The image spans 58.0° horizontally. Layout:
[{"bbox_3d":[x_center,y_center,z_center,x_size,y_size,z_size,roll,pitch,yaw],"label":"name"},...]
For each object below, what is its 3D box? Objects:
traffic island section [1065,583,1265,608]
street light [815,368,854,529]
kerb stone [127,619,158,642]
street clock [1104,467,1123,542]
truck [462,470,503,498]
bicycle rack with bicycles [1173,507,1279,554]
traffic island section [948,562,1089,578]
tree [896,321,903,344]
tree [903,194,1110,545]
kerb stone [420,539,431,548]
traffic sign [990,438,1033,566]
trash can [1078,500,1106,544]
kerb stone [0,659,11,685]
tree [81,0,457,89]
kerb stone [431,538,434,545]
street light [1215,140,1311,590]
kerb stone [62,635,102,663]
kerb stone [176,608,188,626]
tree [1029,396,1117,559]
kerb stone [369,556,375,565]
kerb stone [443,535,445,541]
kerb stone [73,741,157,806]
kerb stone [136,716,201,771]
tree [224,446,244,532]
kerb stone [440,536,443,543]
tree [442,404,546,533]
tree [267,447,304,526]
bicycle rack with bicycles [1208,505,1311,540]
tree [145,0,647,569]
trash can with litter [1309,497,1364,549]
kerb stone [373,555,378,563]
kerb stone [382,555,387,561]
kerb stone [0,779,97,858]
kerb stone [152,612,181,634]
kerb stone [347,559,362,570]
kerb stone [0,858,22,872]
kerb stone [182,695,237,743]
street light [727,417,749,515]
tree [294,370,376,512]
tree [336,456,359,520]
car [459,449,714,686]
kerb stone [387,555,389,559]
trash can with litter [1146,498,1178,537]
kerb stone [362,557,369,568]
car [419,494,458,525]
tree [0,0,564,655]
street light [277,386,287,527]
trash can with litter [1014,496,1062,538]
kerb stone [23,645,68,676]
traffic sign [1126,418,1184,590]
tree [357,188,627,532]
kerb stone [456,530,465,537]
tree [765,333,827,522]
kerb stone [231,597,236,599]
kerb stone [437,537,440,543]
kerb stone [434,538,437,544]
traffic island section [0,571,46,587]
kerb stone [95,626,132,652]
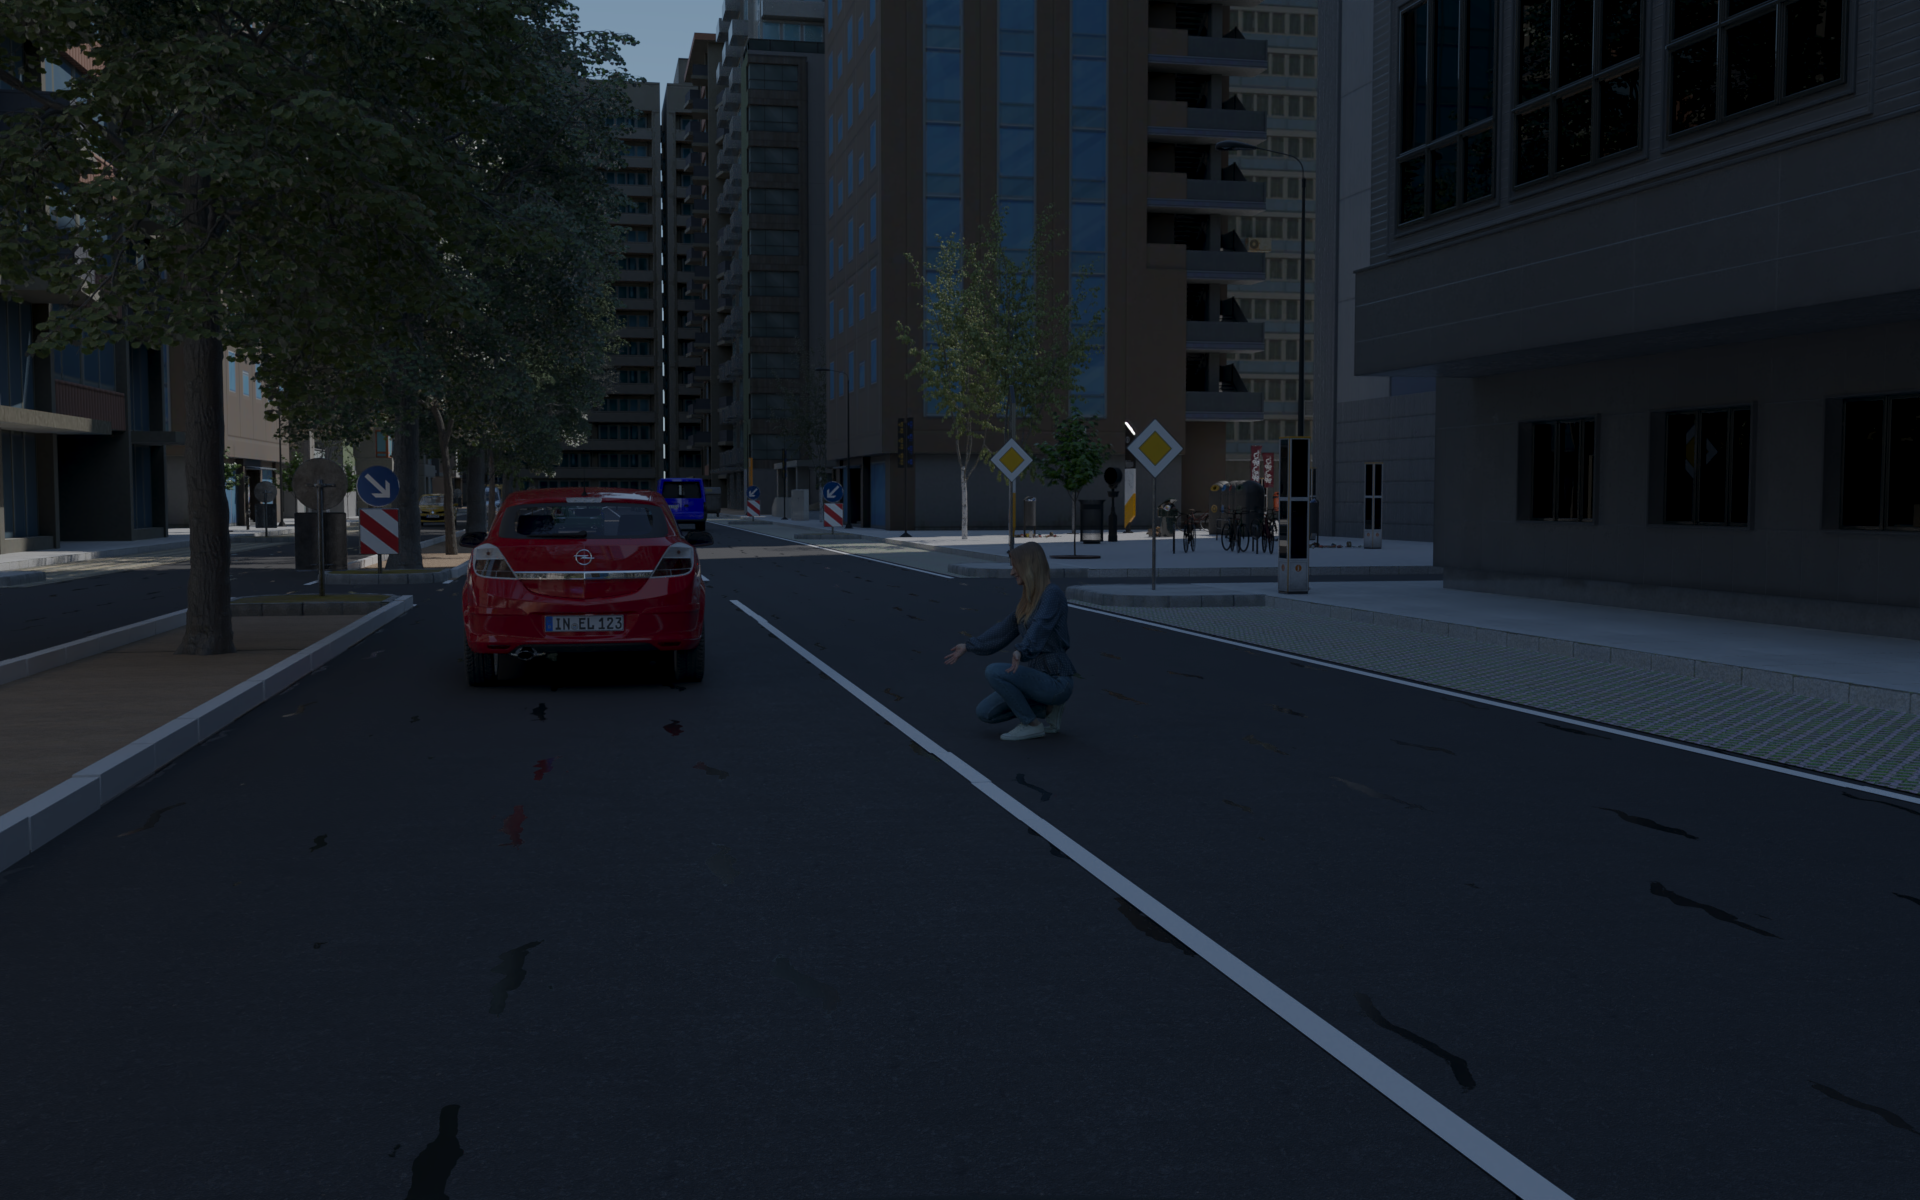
[{"bbox_3d":[2.607,-0.054,23.166,2.009,0.180,2.903,-1,4,-12],"label":"traffic island section"},{"bbox_3d":[-4.656,-5.594,64.000,1.470,5.913,1.316,-1,4,-12],"label":"street light"},{"bbox_3d":[-8.090,0.319,17.005,0.120,0.150,1.000,-1,4,-12],"label":"kerb stone"},{"bbox_3d":[4.107,-2.565,46.500,0.471,2.002,0.358,3,5,44],"label":"street clock"},{"bbox_3d":[-32.172,-7.528,118.999,3.469,3.379,9.791,-1,4,-13],"label":"truck"},{"bbox_3d":[5.727,-1.511,38.089,2.852,0.926,2.925,0,4,8],"label":"bicycle rack with bicycles"},{"bbox_3d":[0.935,-0.532,30.974,2.009,0.180,2.903,-1,4,-12],"label":"traffic island section"},{"bbox_3d":[0.163,-6.010,48.633,4.737,8.622,4.395,0,3,0],"label":"tree"},{"bbox_3d":[1.543,-5.697,43.501,4.737,8.622,4.395,0,3,0],"label":"tree"},{"bbox_3d":[-14.417,-1.492,46.585,0.120,0.150,1.000,-1,4,-12],"label":"kerb stone"},{"bbox_3d":[0.914,-1.667,30.892,0.795,2.450,0.064,-1,4,-12],"label":"traffic sign"},{"bbox_3d":[3.392,-2.014,44.582,0.748,1.137,0.748,0,3,0],"label":"trash can"},{"bbox_3d":[-7.232,0.562,13.000,0.120,0.150,1.000,-1,4,-12],"label":"kerb stone"},{"bbox_3d":[-5.003,-4.362,8.186,8.767,10.594,7.601,-1,4,-12],"label":"tree"},{"bbox_3d":[-14.635,-1.554,47.598,0.120,0.150,1.000,-1,4,-12],"label":"kerb stone"},{"bbox_3d":[4.034,-3.088,23.034,1.470,5.913,1.316,-1,4,-12],"label":"street light"},{"bbox_3d":[-7.660,0.443,15.007,0.120,0.150,1.000,-1,4,-12],"label":"kerb stone"},{"bbox_3d":[-8.523,0.197,19.010,0.120,0.150,1.000,-1,4,-12],"label":"kerb stone"},{"bbox_3d":[2.161,-2.441,34.515,1.663,3.219,1.824,0,3,0],"label":"tree"},{"bbox_3d":[-11.847,-0.748,34.554,0.120,0.150,1.000,-1,4,-12],"label":"kerb stone"},{"bbox_3d":[-15.487,-1.799,51.602,0.120,0.150,1.000,-1,4,-12],"label":"kerb stone"},{"bbox_3d":[-4.095,0.844,8.403,0.120,0.150,1.000,-1,4,-12],"label":"kerb stone"},{"bbox_3d":[-4.312,0.783,9.402,0.120,0.150,1.000,-1,4,-12],"label":"kerb stone"},{"bbox_3d":[-25.021,-3.895,58.285,1.663,3.219,1.824,0,3,0],"label":"tree"},{"bbox_3d":[-15.283,-1.736,50.601,0.120,0.150,1.000,-1,4,-12],"label":"kerb stone"},{"bbox_3d":[-15.745,-6.386,57.226,4.737,8.622,4.395,0,3,0],"label":"tree"},{"bbox_3d":[-27.228,-4.676,71.050,1.663,3.219,1.824,0,3,0],"label":"tree"},{"bbox_3d":[8.161,-2.073,47.284,2.852,0.926,2.925,0,4,-1],"label":"bicycle rack with bicycles"},{"bbox_3d":[-10.348,-7.507,31.852,9.857,13.997,8.962,0,3,0],"label":"tree"},{"bbox_3d":[8.725,-1.854,41.375,2.233,1.210,1.678,-1,4,-13],"label":"trash can with litter"},{"bbox_3d":[-12.060,-0.818,35.565,0.120,0.150,1.000,-1,4,-12],"label":"kerb stone"},{"bbox_3d":[-12.276,-0.879,36.565,0.120,0.150,1.000,-1,4,-12],"label":"kerb stone"},{"bbox_3d":[-3.874,0.912,7.395,0.120,0.150,1.000,-1,4,-12],"label":"kerb stone"},{"bbox_3d":[-8.301,0.256,18.005,0.120,0.150,1.000,-1,4,-12],"label":"kerb stone"},{"bbox_3d":[-11.417,-0.633,32.550,0.120,0.150,1.000,-1,4,-12],"label":"kerb stone"},{"bbox_3d":[-3.661,0.966,6.395,0.120,0.150,1.000,-1,4,-12],"label":"kerb stone"},{"bbox_3d":[-4.526,0.721,10.408,0.120,0.150,1.000,-1,4,-12],"label":"kerb stone"},{"bbox_3d":[-13.350,-8.069,104.471,1.470,5.913,1.316,-1,4,-12],"label":"street light"},{"bbox_3d":[-30.129,-8.108,82.921,4.360,8.622,3.978,0,3,0],"label":"tree"},{"bbox_3d":[-30.810,-5.677,87.417,1.663,3.219,1.824,0,3,0],"label":"tree"},{"bbox_3d":[-3.122,-0.336,14.531,2.155,1.783,4.494,-1,4,-11],"label":"car"},{"bbox_3d":[-12.493,-0.940,37.564,0.120,0.150,1.000,-1,4,-12],"label":"kerb stone"},{"bbox_3d":[5.991,-2.465,51.685,0.624,1.170,1.055,-3,5,-42],"label":"trash can with litter"},{"bbox_3d":[-11.629,-0.695,33.555,0.120,0.150,1.000,-1,4,-12],"label":"kerb stone"},{"bbox_3d":[-23.647,-4.150,78.076,2.015,1.641,3.980,-1,4,-13],"label":"car"},{"bbox_3d":[-6.913,-5.806,15.519,7.486,12.596,7.792,0,3,0],"label":"tree"},{"bbox_3d":[-26.042,-5.827,67.815,1.470,5.913,1.316,-1,4,-12],"label":"street light"},{"bbox_3d":[2.388,-2.467,51.387,1.678,1.210,2.233,3,5,39],"label":"trash can with litter"},{"bbox_3d":[-7.446,0.504,14.006,0.120,0.150,1.000,-1,4,-12],"label":"kerb stone"},{"bbox_3d":[2.586,-1.189,23.084,0.795,2.450,0.064,-1,4,-12],"label":"traffic sign"},{"bbox_3d":[-17.724,-9.326,65.303,12.009,13.543,11.850,0,3,0],"label":"tree"},{"bbox_3d":[-17.208,-2.289,59.622,0.120,0.150,1.000,-1,4,-12],"label":"kerb stone"},{"bbox_3d":[-6.517,-7.827,78.328,4.360,8.622,3.978,0,3,0],"label":"tree"},{"bbox_3d":[-8.942,0.072,21.016,0.120,0.150,1.000,-1,4,-12],"label":"kerb stone"},{"bbox_3d":[-15.069,-1.671,49.601,0.120,0.150,1.000,-1,4,-12],"label":"kerb stone"},{"bbox_3d":[-14.851,-1.613,48.602,0.120,0.150,1.000,-1,4,-12],"label":"kerb stone"},{"bbox_3d":[-15.829,-0.313,27.404,2.009,0.180,2.903,-1,4,-12],"label":"traffic island section"},{"bbox_3d":[-7.874,0.379,16.006,0.120,0.150,1.000,-1,4,-12],"label":"kerb stone"}]
